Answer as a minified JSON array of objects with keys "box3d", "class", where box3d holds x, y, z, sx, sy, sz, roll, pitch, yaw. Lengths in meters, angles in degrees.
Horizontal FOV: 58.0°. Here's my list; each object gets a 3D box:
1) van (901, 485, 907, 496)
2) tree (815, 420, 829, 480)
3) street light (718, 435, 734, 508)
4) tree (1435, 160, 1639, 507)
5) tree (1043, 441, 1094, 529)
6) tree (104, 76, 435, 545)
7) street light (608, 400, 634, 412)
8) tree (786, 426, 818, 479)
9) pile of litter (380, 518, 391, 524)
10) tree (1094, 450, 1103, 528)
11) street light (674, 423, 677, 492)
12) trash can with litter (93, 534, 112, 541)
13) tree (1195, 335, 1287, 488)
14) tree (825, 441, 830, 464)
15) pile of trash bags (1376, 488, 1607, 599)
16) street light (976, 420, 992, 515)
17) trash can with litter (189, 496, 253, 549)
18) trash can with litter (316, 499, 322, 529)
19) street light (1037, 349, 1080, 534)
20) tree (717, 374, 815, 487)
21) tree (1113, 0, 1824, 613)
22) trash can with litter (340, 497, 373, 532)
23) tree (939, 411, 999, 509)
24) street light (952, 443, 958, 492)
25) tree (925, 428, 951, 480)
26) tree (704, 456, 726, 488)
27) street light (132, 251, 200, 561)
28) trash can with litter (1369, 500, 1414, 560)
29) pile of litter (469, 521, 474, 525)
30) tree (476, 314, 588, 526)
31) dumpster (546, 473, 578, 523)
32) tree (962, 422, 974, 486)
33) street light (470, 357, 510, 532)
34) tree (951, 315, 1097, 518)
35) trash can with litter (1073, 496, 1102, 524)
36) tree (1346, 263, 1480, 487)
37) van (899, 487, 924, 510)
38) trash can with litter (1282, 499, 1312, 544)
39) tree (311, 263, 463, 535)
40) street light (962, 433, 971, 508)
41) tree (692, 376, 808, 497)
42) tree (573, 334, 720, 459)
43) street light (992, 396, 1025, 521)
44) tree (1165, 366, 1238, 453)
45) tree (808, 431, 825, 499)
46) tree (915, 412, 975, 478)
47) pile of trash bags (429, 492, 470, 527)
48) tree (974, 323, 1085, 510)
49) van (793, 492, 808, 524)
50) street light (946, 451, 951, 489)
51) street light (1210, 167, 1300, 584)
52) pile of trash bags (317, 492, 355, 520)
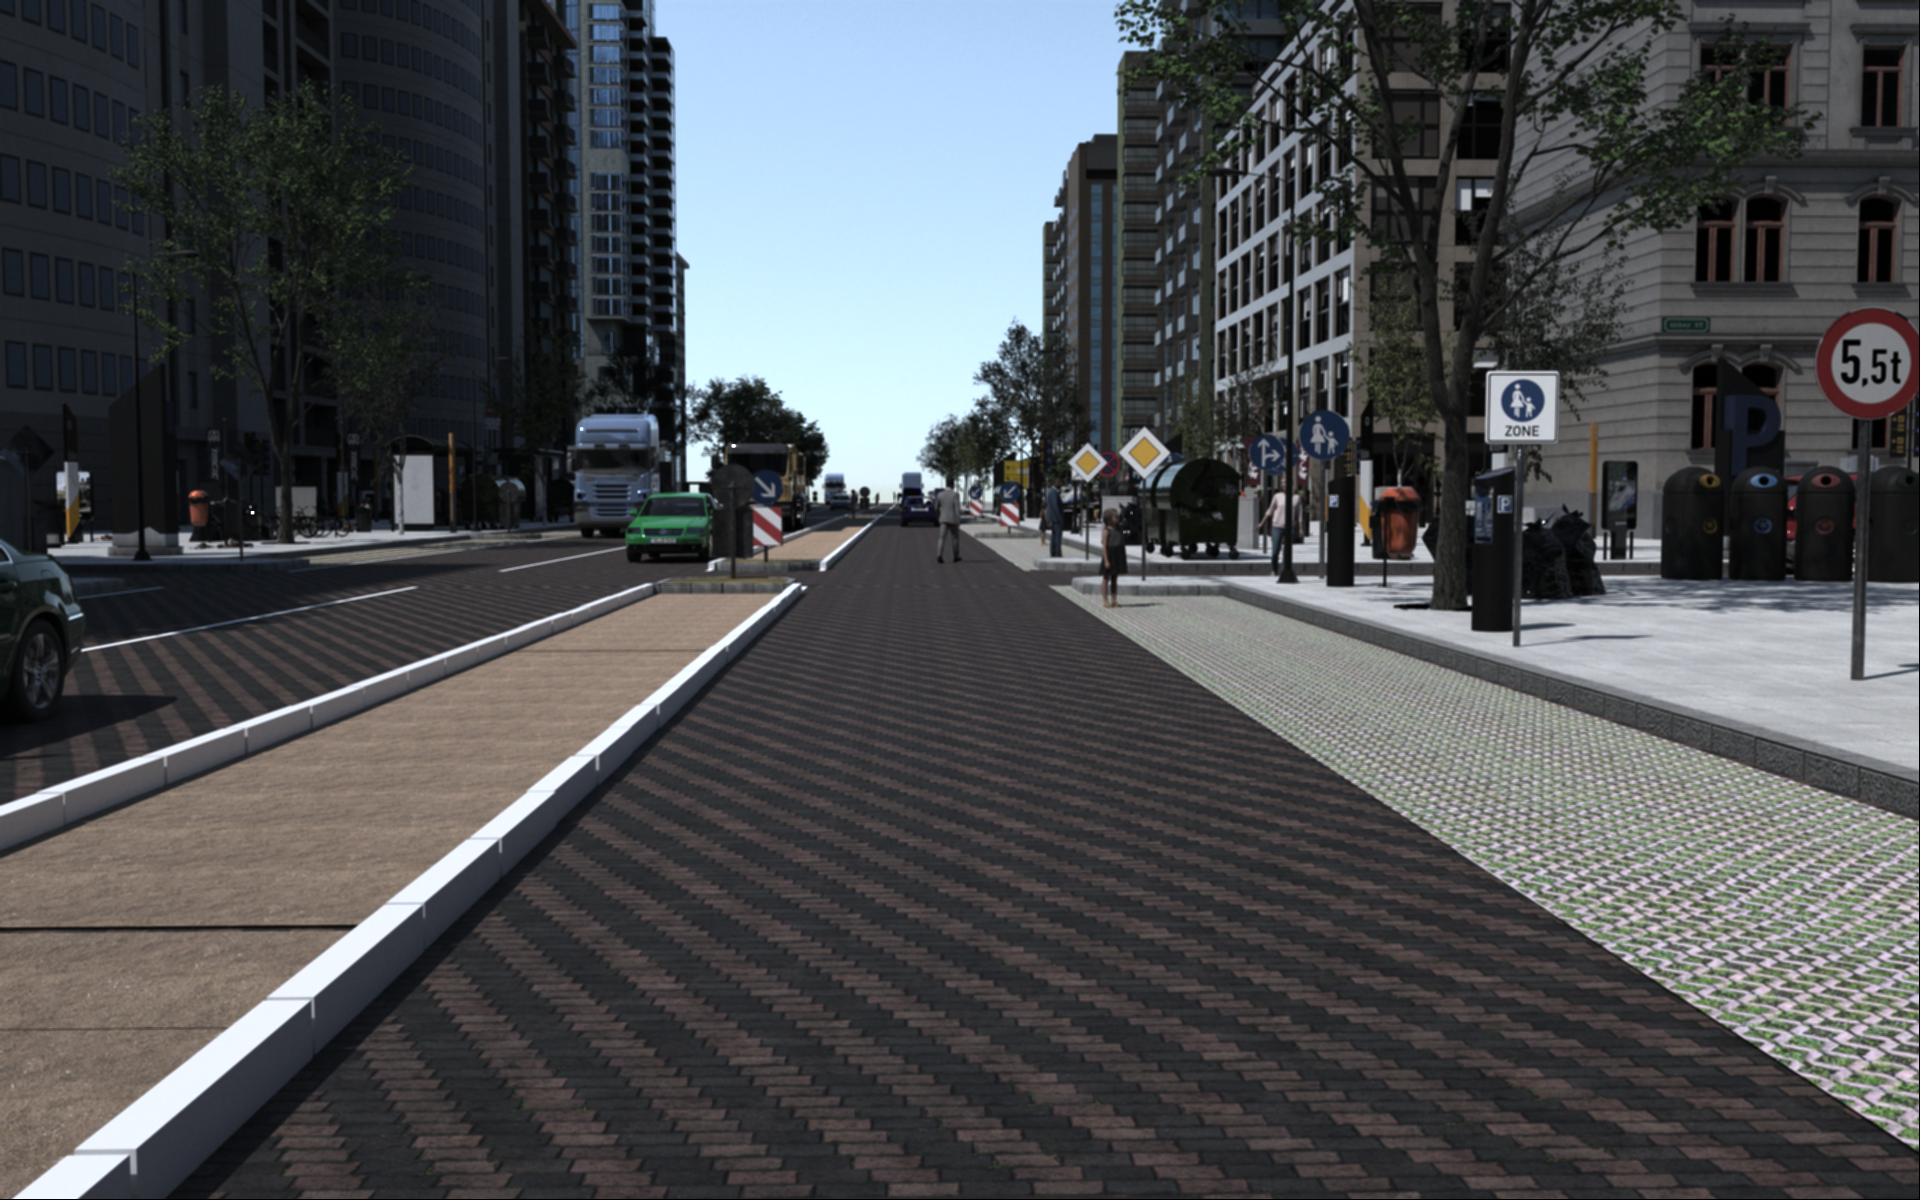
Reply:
[{"box3d":[-5.110,-10.826,181.394,2.240,2.365,5.245,0,4,-2],"class":"van"},{"box3d":[-23.844,-21.364,255.953,9.857,13.997,8.962,0,3,0],"class":"tree"},{"box3d":[-18.334,-9.959,135.374,1.470,5.913,1.316,0,4,-2],"class":"street light"},{"box3d":[12.612,-5.375,38.241,4.360,8.622,3.978,0,3,0],"class":"tree"},{"box3d":[3.783,-4.156,62.555,1.663,3.219,1.824,0,3,0],"class":"tree"},{"box3d":[-17.358,-7.237,44.087,9.928,11.665,9.643,0,3,0],"class":"tree"},{"box3d":[-16.797,-6.921,85.697,1.470,5.913,1.316,0,4,-2],"class":"street light"},{"box3d":[-22.699,-18.384,234.986,7.601,10.594,8.767,-1,4,-15],"class":"tree"},{"box3d":[-24.537,-3.790,75.931,1.719,0.858,1.176,-1,4,-13],"class":"pile of litter"},{"box3d":[4.666,-4.410,66.701,1.663,3.219,1.824,0,3,0],"class":"tree"},{"box3d":[-17.465,-8.374,109.463,1.470,5.913,1.316,0,4,-2],"class":"street light"},{"box3d":[-23.484,-2.285,48.425,2.233,1.210,1.678,3,4,38],"class":"trash can with litter"},{"box3d":[12.966,-7.897,79.476,4.360,8.622,3.978,0,3,0],"class":"tree"},{"box3d":[-23.688,-20.936,268.057,9.928,11.665,9.643,0,3,0],"class":"tree"},{"box3d":[6.795,-0.799,22.817,1.912,1.369,3.447,-2,4,-31],"class":"pile of trash bags"},{"box3d":[1.585,-8.283,107.966,1.470,5.913,1.316,0,4,-2],"class":"street light"},{"box3d":[-17.714,-1.852,41.343,1.678,1.210,2.233,1,4,13],"class":"trash can with litter"},{"box3d":[-24.043,-3.179,63.035,1.678,1.210,2.233,2,4,33],"class":"trash can with litter"},{"box3d":[3.183,-5.091,55.777,1.470,5.913,1.316,0,4,-2],"class":"street light"},{"box3d":[-21.222,-16.870,182.471,9.857,13.997,8.962,0,3,0],"class":"tree"},{"box3d":[5.344,-5.687,18.742,9.928,11.665,9.643,0,3,0],"class":"tree"},{"box3d":[-20.303,-2.865,58.237,1.055,1.170,0.624,0,4,-5],"class":"trash can with litter"},{"box3d":[1.220,-12.471,154.260,4.737,8.622,4.395,0,3,0],"class":"tree"},{"box3d":[0.143,-11.363,158.330,1.470,5.913,1.316,0,4,-2],"class":"street light"},{"box3d":[0.793,-16.109,197.787,7.601,10.594,8.767,1,4,16],"class":"tree"},{"box3d":[-19.705,-9.878,145.212,4.285,4.588,4.351,0,3,0],"class":"tree"},{"box3d":[-15.209,-3.709,33.189,1.470,5.913,1.316,0,4,-2],"class":"street light"},{"box3d":[8.502,-1.379,33.926,0.624,1.170,1.055,-2,4,-25],"class":"trash can with litter"},{"box3d":[-21.073,-3.604,72.896,1.719,0.858,1.176,3,5,42],"class":"pile of litter"},{"box3d":[-17.141,-7.341,70.382,4.737,8.622,4.395,0,3,0],"class":"tree"},{"box3d":[-17.940,-4.641,78.373,1.502,2.255,1.985,0,4,-2],"class":"dumpster"},{"box3d":[2.412,-10.446,121.158,4.360,8.622,3.978,0,3,0],"class":"tree"},{"box3d":[-15.987,-5.288,58.992,1.470,5.913,1.316,0,4,-2],"class":"street light"},{"box3d":[3.651,-9.575,90.957,7.601,10.594,8.767,0,4,3],"class":"tree"},{"box3d":[5.907,-3.932,75.349,2.233,1.210,1.678,-3,5,-40],"class":"trash can with litter"},{"box3d":[14.129,-6.403,55.044,4.737,8.622,4.395,0,3,0],"class":"tree"},{"box3d":[-4.268,-9.146,153.913,2.240,2.365,5.245,0,4,-3],"class":"van"},{"box3d":[8.533,-2.015,44.329,0.624,1.170,1.055,2,4,35],"class":"trash can with litter"},{"box3d":[-17.909,-6.369,54.498,4.360,8.622,3.978,0,3,0],"class":"tree"},{"box3d":[0.929,-9.785,132.527,1.470,5.913,1.316,0,4,-2],"class":"street light"},{"box3d":[-20.326,-13.926,153.451,9.928,11.665,9.643,0,3,0],"class":"tree"},{"box3d":[-18.149,-10.155,100.447,8.767,10.594,7.601,-1,4,-11],"class":"tree"},{"box3d":[2.386,-6.705,82.163,1.470,5.913,1.316,0,4,-2],"class":"street light"},{"box3d":[13.567,-9.086,98.920,4.737,8.622,4.395,0,3,0],"class":"tree"},{"box3d":[-22.123,-17.015,203.945,9.928,11.665,9.643,0,3,0],"class":"tree"},{"box3d":[-1.614,-21.224,257.380,12.009,13.543,11.850,0,3,0],"class":"tree"},{"box3d":[-20.918,-3.666,69.691,1.912,1.369,3.447,-2,4,-25],"class":"pile of trash bags"},{"box3d":[3.503,-7.553,73.857,4.360,8.622,3.978,0,3,0],"class":"tree"},{"box3d":[-8.112,-4.535,81.151,2.013,2.044,4.112,0,4,-2],"class":"van"},{"box3d":[-0.798,-12.984,184.827,1.470,5.913,1.316,0,4,-2],"class":"street light"},{"box3d":[4.194,-3.197,24.810,1.470,5.913,1.316,0,4,-2],"class":"street light"},{"box3d":[-31.179,-4.691,86.451,1.912,1.369,3.447,-2,4,-24],"class":"pile of trash bags"}]
